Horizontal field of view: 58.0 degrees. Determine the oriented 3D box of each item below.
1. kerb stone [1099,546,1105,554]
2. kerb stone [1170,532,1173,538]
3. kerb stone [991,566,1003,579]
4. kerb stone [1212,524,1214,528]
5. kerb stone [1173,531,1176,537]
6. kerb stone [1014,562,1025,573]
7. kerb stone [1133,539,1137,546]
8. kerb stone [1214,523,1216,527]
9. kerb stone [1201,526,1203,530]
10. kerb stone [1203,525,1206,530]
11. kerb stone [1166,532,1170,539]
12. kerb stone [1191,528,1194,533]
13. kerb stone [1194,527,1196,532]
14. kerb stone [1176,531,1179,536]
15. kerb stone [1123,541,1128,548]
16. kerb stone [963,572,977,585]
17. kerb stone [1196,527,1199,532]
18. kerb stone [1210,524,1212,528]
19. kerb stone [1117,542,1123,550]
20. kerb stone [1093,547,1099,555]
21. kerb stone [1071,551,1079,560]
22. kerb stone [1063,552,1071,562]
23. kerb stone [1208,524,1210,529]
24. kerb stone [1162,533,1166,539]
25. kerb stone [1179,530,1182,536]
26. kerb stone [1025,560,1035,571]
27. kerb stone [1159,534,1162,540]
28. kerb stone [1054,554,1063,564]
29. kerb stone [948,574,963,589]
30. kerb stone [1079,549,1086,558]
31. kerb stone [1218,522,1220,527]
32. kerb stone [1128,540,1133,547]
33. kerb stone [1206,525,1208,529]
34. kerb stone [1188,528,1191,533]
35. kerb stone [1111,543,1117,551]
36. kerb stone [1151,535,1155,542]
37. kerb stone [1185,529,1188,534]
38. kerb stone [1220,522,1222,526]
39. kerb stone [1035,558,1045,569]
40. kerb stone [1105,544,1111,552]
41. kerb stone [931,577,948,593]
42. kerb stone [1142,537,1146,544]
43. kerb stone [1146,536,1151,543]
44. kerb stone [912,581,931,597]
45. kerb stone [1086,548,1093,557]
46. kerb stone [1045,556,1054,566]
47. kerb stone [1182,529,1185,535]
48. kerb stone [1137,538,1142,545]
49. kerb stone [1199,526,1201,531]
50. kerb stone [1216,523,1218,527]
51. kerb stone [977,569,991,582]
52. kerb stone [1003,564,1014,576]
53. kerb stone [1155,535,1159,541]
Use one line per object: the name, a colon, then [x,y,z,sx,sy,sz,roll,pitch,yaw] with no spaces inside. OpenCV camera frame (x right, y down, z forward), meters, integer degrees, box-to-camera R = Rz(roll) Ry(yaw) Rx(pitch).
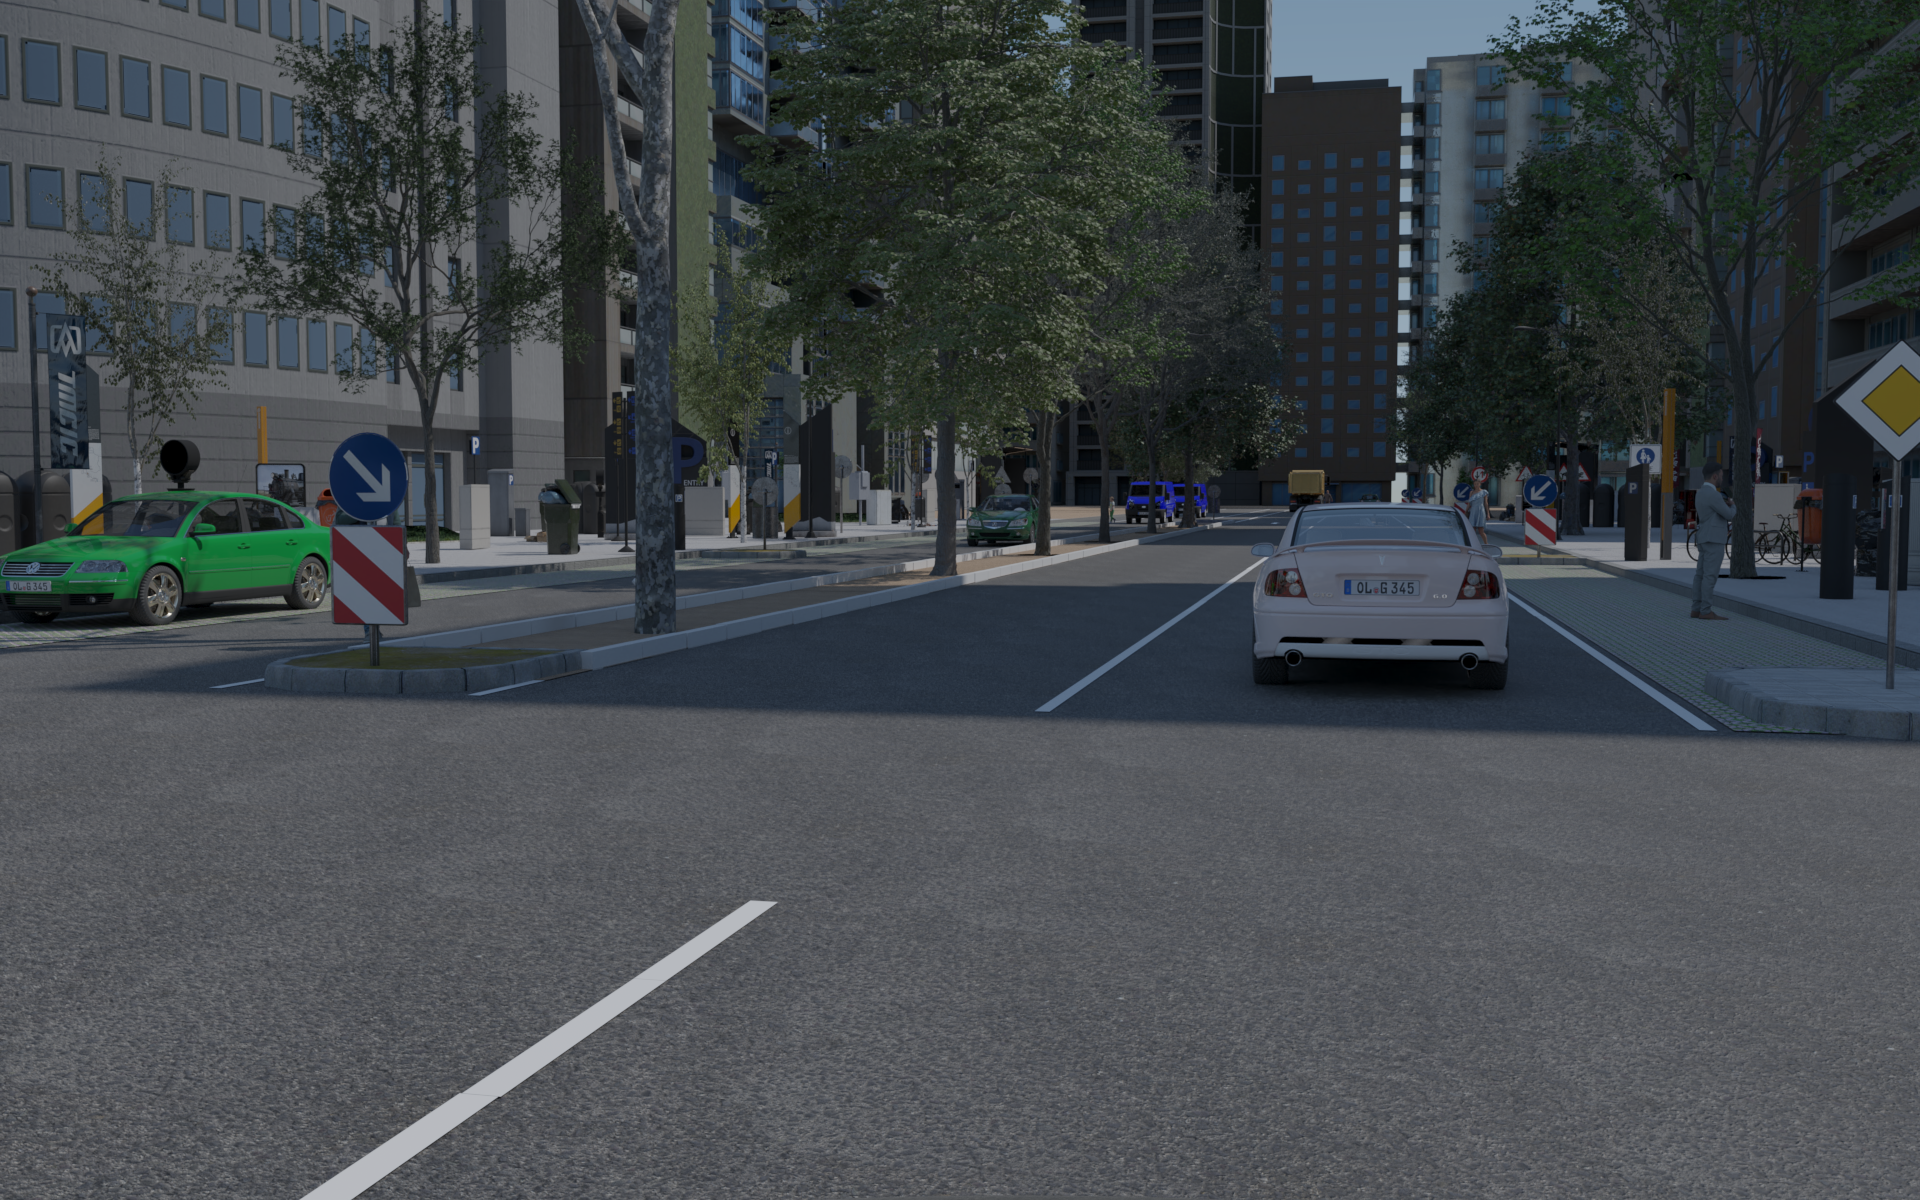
kerb stone: [3.290,-1.183,41.545,0.120,0.150,1.000,1,4,13]
kerb stone: [6.753,-2.097,56.514,0.120,0.150,1.000,1,4,13]
kerb stone: [0.528,-0.446,29.542,0.120,0.150,1.000,1,4,13]
kerb stone: [10.434,-3.076,72.489,0.120,0.150,1.000,1,4,13]
kerb stone: [6.983,-2.160,57.510,0.120,0.150,1.000,1,4,13]
kerb stone: [0.984,-0.572,31.542,0.120,0.150,1.000,1,4,13]
kerb stone: [4.677,-1.549,47.526,0.120,0.150,1.000,1,4,13]
kerb stone: [10.663,-3.137,73.491,0.120,0.150,1.000,1,4,13]
kerb stone: [9.286,-2.770,67.499,0.120,0.150,1.000,1,4,13]
kerb stone: [9.518,-2.832,68.496,0.120,0.150,1.000,1,4,13]
kerb stone: [6.525,-2.038,55.514,0.120,0.150,1.000,1,4,13]
kerb stone: [8.368,-2.527,63.508,0.120,0.150,1.000,1,4,13]
kerb stone: [8.598,-2.588,64.510,0.120,0.150,1.000,1,4,13]
kerb stone: [7.213,-2.221,58.506,0.120,0.150,1.000,1,4,13]
kerb stone: [4.213,-1.427,45.534,0.120,0.150,1.000,1,4,13]
kerb stone: [0.064,-0.327,27.541,0.120,0.150,1.000,1,4,13]
kerb stone: [8.829,-2.645,65.507,0.120,0.150,1.000,1,4,13]
kerb stone: [10.206,-3.013,71.492,0.120,0.150,1.000,1,4,13]
kerb stone: [3.991,-1.365,44.535,0.120,0.150,1.000,1,4,13]
kerb stone: [3.065,-1.122,40.547,0.120,0.150,1.000,1,4,13]
kerb stone: [2.379,-0.939,37.552,0.120,0.150,1.000,1,4,13]
kerb stone: [2.143,-0.878,36.558,0.120,0.150,1.000,1,4,13]
kerb stone: [9.980,-2.951,70.493,0.120,0.150,1.000,1,4,13]
kerb stone: [6.292,-1.974,54.519,0.120,0.150,1.000,1,4,13]
kerb stone: [7.446,-2.282,59.501,0.120,0.150,1.000,1,4,13]
kerb stone: [1.217,-0.633,32.538,0.120,0.150,1.000,1,4,13]
kerb stone: [6.058,-1.916,53.518,0.120,0.150,1.000,1,4,13]
kerb stone: [1.918,-0.815,35.540,0.120,0.150,1.000,1,4,13]
kerb stone: [-0.164,-0.265,26.536,0.120,0.150,1.000,1,4,13]
kerb stone: [2.603,-1.000,38.552,0.120,0.150,1.000,1,4,13]
kerb stone: [11.134,-3.256,75.485,0.120,0.150,1.000,1,4,13]
kerb stone: [4.447,-1.488,46.529,0.120,0.150,1.000,1,4,13]
kerb stone: [9.749,-2.888,69.492,0.120,0.150,1.000,1,4,13]
kerb stone: [8.133,-2.465,62.505,0.120,0.150,1.000,1,4,13]
kerb stone: [3.760,-1.304,43.535,0.120,0.150,1.000,1,4,13]
kerb stone: [5.606,-1.794,51.523,0.120,0.150,1.000,1,4,13]
kerb stone: [7.897,-2.400,61.502,0.120,0.150,1.000,1,4,13]
kerb stone: [11.365,-3.321,76.488,0.120,0.150,1.000,1,4,13]
kerb stone: [1.449,-0.692,33.547,0.120,0.150,1.000,1,4,13]
kerb stone: [3.522,-1.244,42.541,0.120,0.150,1.000,1,4,13]
kerb stone: [-0.395,-0.204,25.531,0.120,0.150,1.000,1,4,13]
kerb stone: [5.133,-1.672,49.529,0.120,0.150,1.000,1,4,13]
kerb stone: [5.371,-1.727,50.529,0.120,0.150,1.000,1,4,13]
kerb stone: [-0.625,-0.143,24.534,0.120,0.150,1.000,1,4,13]
kerb stone: [2.841,-1.061,39.547,0.120,0.150,1.000,1,4,13]
kerb stone: [1.680,-0.755,34.542,0.120,0.150,1.000,1,4,13]
kerb stone: [7.675,-2.335,60.499,0.120,0.150,1.000,1,4,13]
kerb stone: [4.908,-1.610,48.526,0.120,0.150,1.000,1,4,13]
kerb stone: [9.051,-2.710,66.504,0.120,0.150,1.000,1,4,13]
kerb stone: [10.895,-3.198,74.487,0.120,0.150,1.000,1,4,13]
kerb stone: [0.301,-0.388,28.536,0.120,0.150,1.000,1,4,13]
kerb stone: [0.756,-0.510,30.538,0.120,0.150,1.000,1,4,13]
kerb stone: [5.834,-1.852,52.520,0.120,0.150,1.000,1,4,13]
